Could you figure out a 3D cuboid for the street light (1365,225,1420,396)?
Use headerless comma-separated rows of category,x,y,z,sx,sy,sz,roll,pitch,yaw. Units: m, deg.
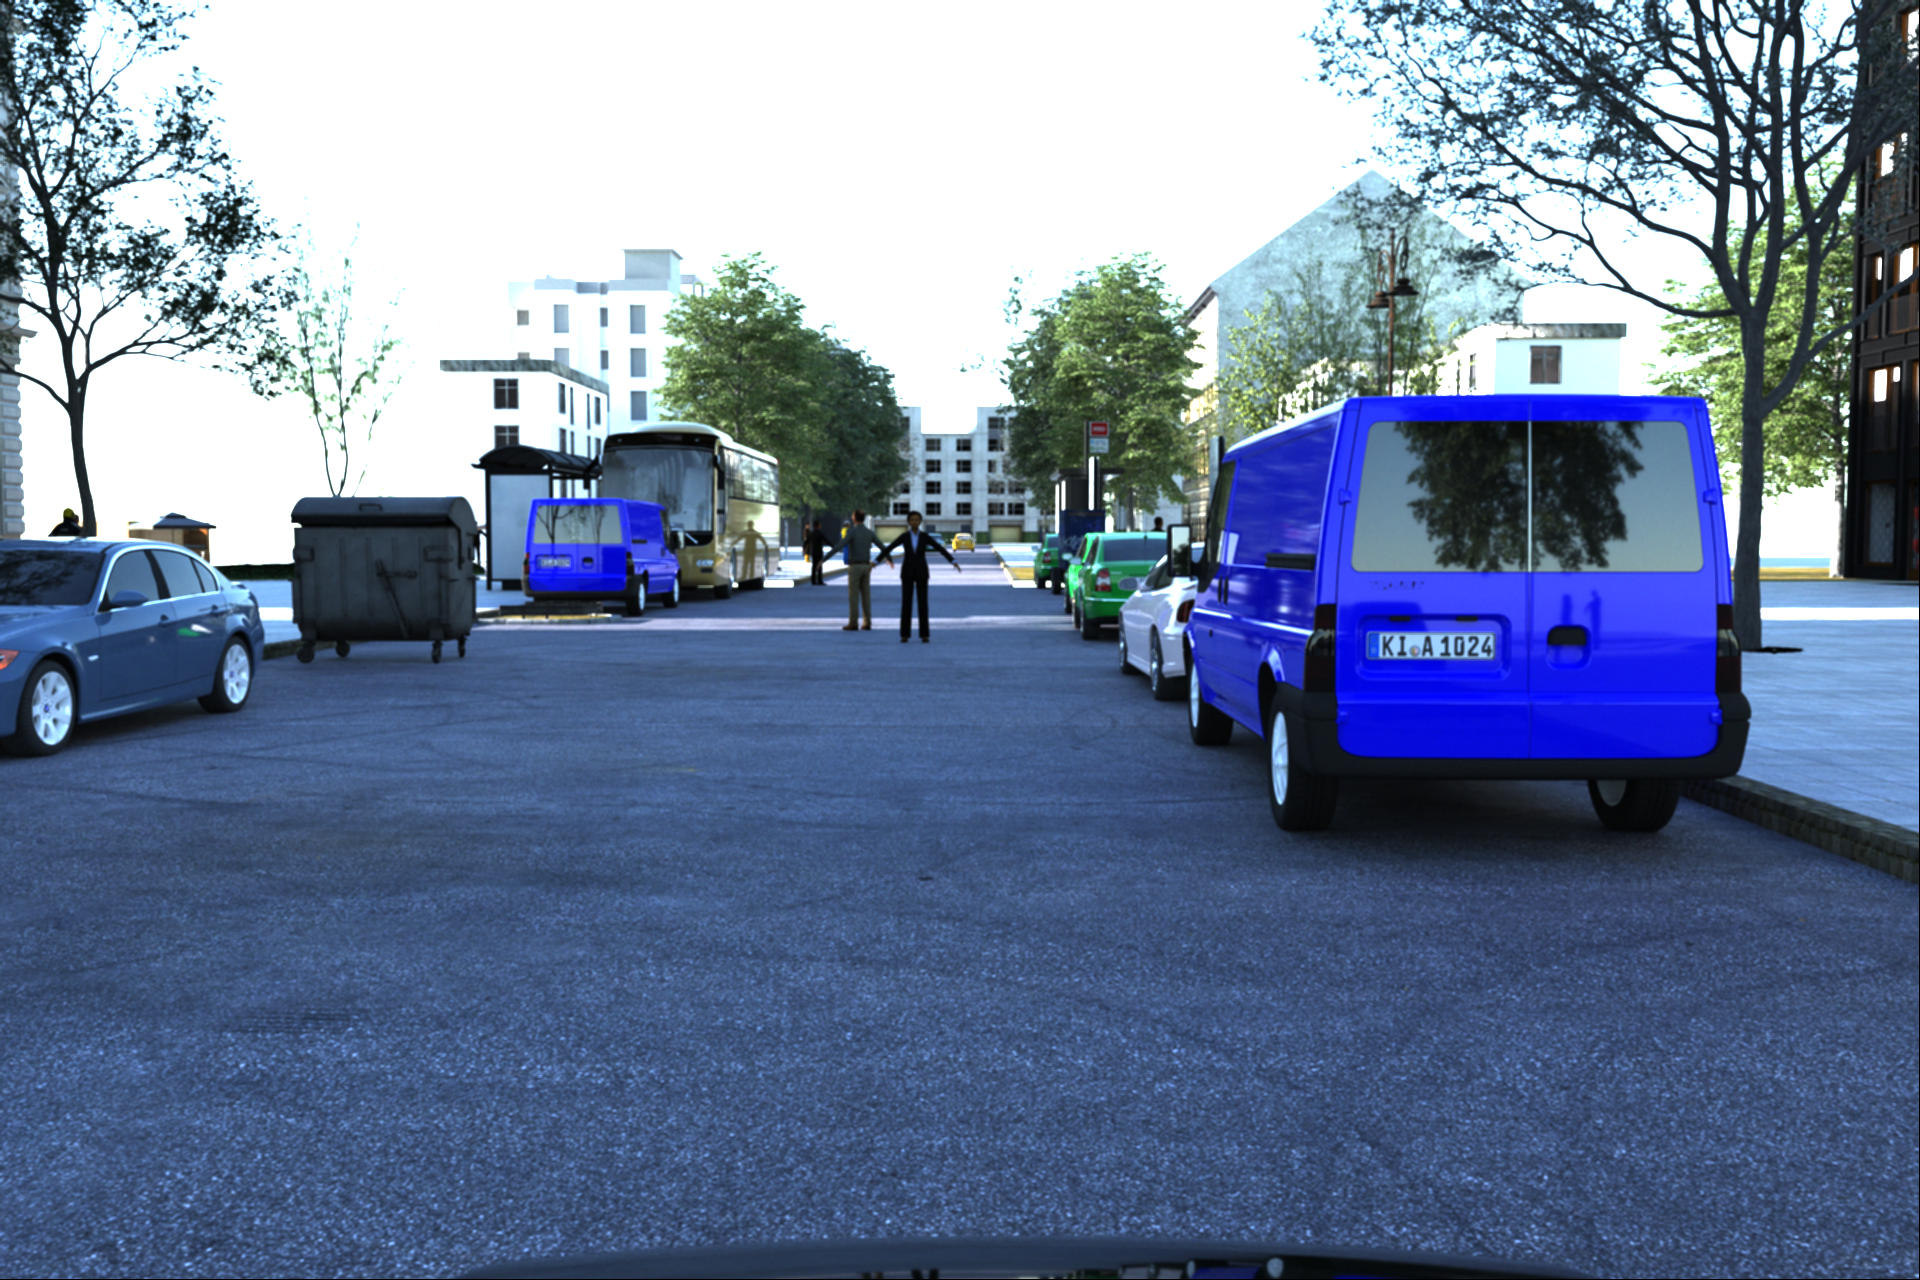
street light,6.526,-3.272,26.289,0.468,5.910,1.993,0,4,1

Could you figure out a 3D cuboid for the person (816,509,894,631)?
person,-1.516,-1.046,25.838,1.348,1.796,0.705,-3,4,-36

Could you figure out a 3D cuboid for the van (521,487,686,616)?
van,-6.451,-1.684,31.913,2.240,2.365,5.245,0,4,0

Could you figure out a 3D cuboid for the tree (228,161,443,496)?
tree,-12.595,-5.174,34.959,4.360,8.622,3.978,0,3,0

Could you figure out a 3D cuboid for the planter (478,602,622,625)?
planter,-6.615,-0.438,28.307,1.991,0.319,1.994,0,4,1

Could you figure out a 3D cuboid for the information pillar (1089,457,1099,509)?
information pillar,4.128,-3.797,53.390,0.184,3.620,1.656,0,4,0

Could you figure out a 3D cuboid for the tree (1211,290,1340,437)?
tree,9.803,-6.293,53.253,4.737,8.622,4.395,0,3,0

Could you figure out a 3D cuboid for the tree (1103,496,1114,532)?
tree,20.877,-17.608,238.252,4.737,8.622,4.395,0,3,0

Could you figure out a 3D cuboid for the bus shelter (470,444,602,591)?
bus shelter,-9.987,-2.930,41.822,2.014,3.302,5.546,0,4,1

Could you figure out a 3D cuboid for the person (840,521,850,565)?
person,-4.603,-3.975,70.966,0.705,1.833,1.349,-2,4,-34

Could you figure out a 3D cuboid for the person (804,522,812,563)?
person,-6.761,-4.359,77.408,0.704,1.812,1.346,1,4,9

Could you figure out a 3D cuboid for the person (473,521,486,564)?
person,-20.102,-4.033,71.871,1.347,1.837,0.705,0,4,-4

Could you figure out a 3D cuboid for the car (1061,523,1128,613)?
car,2.767,-1.290,29.893,1.959,1.807,4.718,0,3,0

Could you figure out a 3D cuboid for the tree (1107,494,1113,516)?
tree,23.066,-17.977,244.281,4.360,8.622,3.978,0,3,0

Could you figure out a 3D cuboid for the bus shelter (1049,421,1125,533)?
bus shelter,4.212,-4.981,59.074,2.179,5.291,8.768,0,4,0

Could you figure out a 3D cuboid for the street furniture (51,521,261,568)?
street furniture,-29.683,-3.260,60.151,9.812,1.723,11.010,3,4,36

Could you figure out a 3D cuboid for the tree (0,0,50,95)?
tree,-12.512,-6.333,13.908,12.009,13.543,11.850,0,3,0

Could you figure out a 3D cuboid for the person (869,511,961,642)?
person,-0.597,-0.837,22.870,1.216,1.740,0.721,0,4,-1

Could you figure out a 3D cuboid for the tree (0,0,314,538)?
tree,-13.168,-5.567,25.429,7.601,10.594,8.767,-1,4,-9

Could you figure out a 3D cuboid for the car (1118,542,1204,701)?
car,2.581,-0.240,16.281,2.083,1.381,4.827,0,4,0

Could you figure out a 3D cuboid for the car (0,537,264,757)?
car,-6.699,-0.042,12.685,2.014,1.417,4.499,0,4,1

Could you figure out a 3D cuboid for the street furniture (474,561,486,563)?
street furniture,-12.755,-3.652,66.557,11.010,1.723,9.812,-1,4,-20

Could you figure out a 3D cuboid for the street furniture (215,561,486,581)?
street furniture,-17.941,-2.204,51.660,5.734,0.657,10.072,1,4,14

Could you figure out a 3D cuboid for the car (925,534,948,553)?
car,-1.881,-6.479,117.731,2.131,1.459,4.920,0,4,1

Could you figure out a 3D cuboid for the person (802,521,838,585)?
person,-3.977,-2.437,48.528,1.346,1.802,0.704,3,5,39

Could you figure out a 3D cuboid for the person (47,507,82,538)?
person,-19.098,-1.921,37.179,1.351,1.858,0.704,0,4,6

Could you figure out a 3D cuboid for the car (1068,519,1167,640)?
car,2.558,-0.979,24.809,1.959,1.807,4.718,0,4,1

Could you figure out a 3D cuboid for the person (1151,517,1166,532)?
person,4.291,-1.752,37.325,1.346,1.802,0.704,3,5,43

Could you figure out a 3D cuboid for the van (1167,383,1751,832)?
van,2.486,-0.343,9.999,2.240,2.365,5.245,0,4,1

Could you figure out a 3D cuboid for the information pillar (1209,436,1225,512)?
information pillar,6.243,-3.108,42.124,0.184,3.620,1.656,0,4,1

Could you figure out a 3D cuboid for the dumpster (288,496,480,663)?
dumpster,-6.511,-0.699,19.639,1.865,1.857,1.264,0,4,0

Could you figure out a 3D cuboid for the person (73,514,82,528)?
person,-23.155,-2.401,45.436,1.348,1.807,0.705,1,4,18

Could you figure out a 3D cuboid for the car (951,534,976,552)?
car,0.290,-7.839,138.392,2.015,1.641,3.980,0,3,0

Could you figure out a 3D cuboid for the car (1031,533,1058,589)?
car,2.917,-2.326,46.819,1.959,1.807,4.718,0,4,1
